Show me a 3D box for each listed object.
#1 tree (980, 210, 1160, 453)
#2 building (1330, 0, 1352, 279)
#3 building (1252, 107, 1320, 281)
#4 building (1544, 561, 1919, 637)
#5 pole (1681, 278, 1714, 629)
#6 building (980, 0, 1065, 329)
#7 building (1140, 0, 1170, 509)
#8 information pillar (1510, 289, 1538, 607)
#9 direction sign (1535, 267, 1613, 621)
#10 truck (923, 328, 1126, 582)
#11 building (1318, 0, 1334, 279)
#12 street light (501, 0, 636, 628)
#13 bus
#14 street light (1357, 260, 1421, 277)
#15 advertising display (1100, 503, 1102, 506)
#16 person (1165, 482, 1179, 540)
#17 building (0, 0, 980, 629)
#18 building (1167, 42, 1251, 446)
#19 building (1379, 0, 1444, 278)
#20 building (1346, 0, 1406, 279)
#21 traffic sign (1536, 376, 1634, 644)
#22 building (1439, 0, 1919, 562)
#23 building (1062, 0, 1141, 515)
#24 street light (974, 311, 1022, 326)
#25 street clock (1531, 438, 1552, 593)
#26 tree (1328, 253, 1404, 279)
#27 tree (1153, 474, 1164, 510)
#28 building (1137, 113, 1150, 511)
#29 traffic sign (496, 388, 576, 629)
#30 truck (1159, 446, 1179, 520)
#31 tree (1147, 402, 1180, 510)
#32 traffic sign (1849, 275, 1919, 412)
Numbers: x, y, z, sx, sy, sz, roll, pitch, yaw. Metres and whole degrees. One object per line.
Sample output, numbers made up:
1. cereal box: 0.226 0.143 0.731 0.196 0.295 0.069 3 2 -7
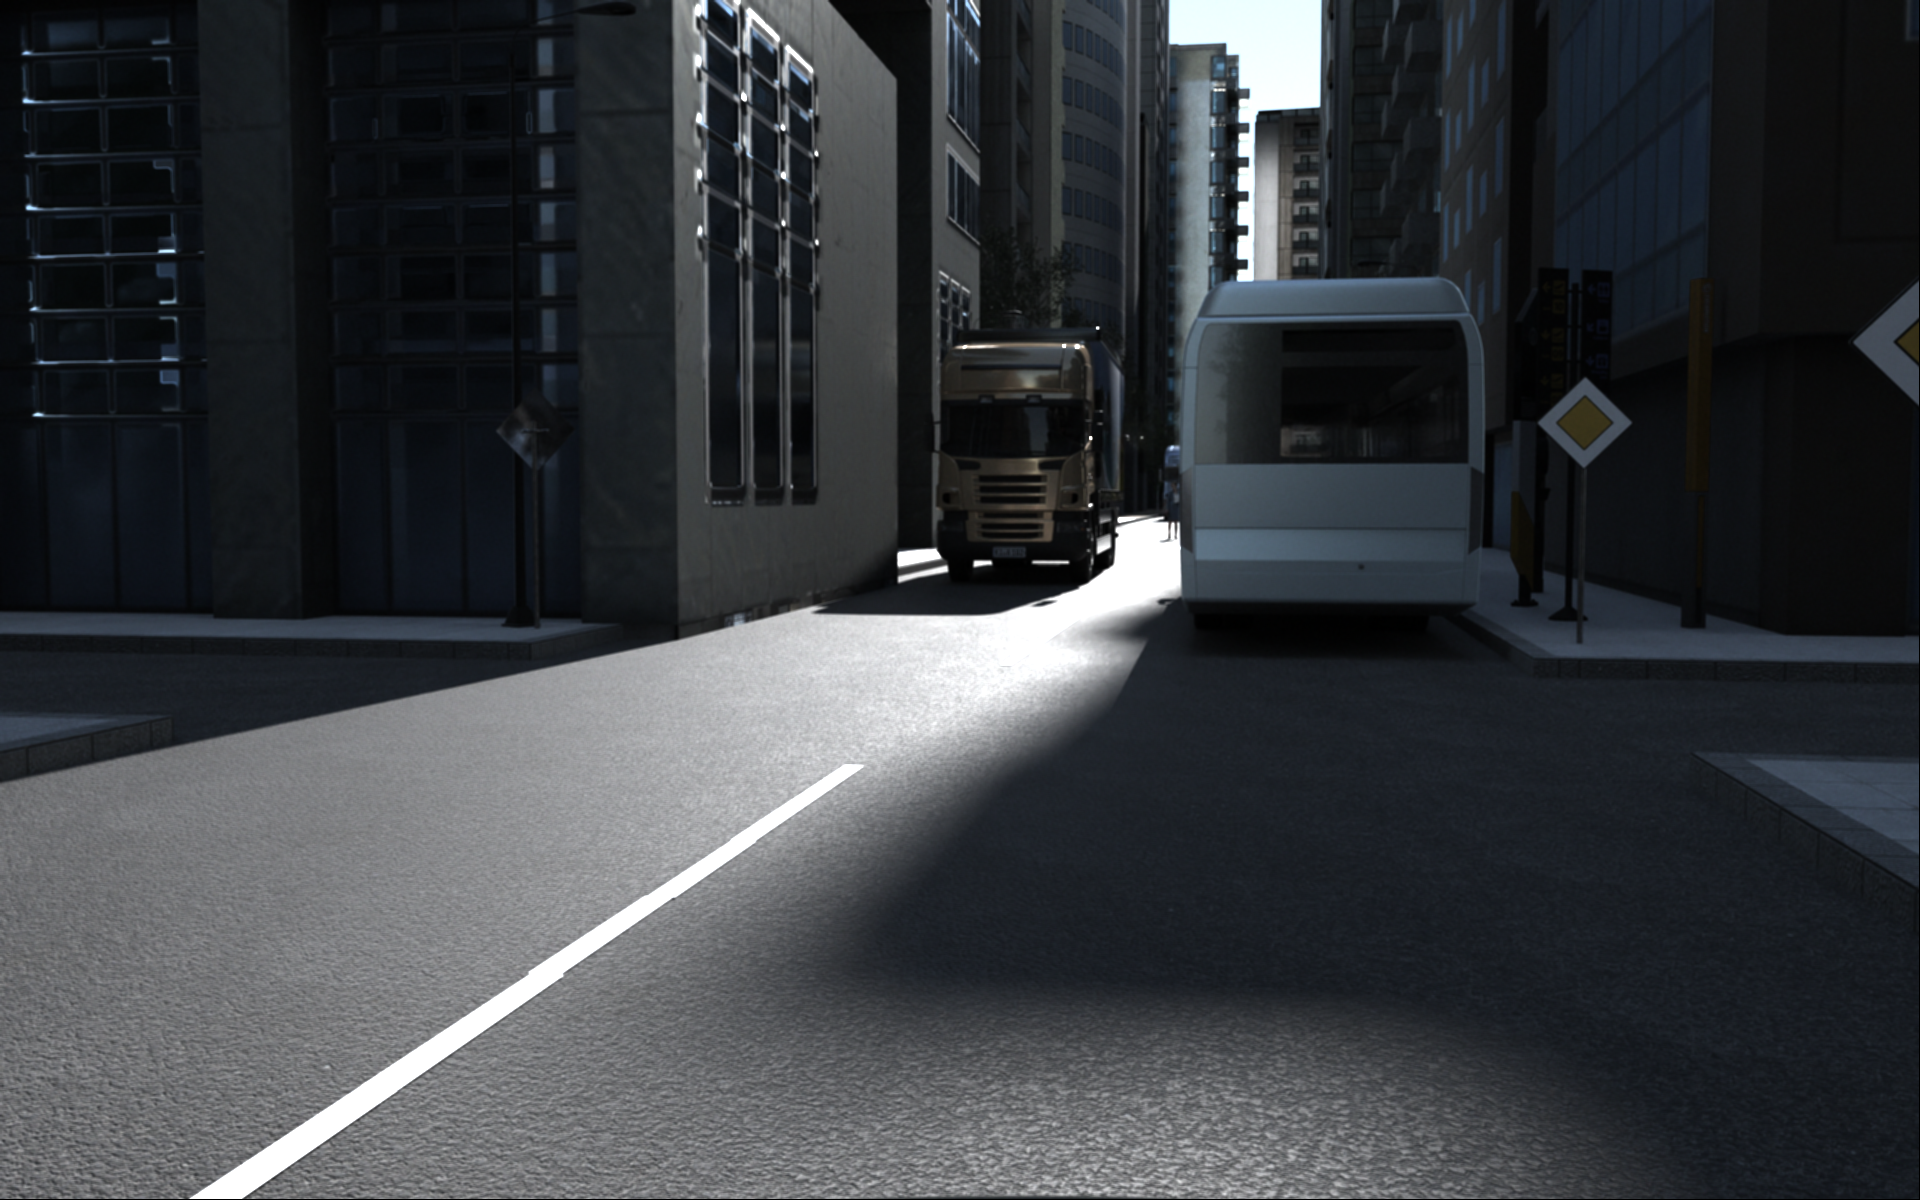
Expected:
1. tree: 1.566 -7.542 57.720 7.601 10.594 8.767 -1 4 -13
2. building: 36.214 -35.254 118.395 21.231 58.520 28.212 1 4 10
3. building: 37.006 -30.215 177.614 14.086 41.232 14.154 1 4 10
4. building: 15.215 -22.601 19.643 14.200 45.320 14.600 1 4 10
5. pole: 7.032 -1.386 16.510 0.158 3.312 0.155 0 3 0
6. building: -3.389 -23.739 71.733 14.154 41.232 14.086 1 4 10
7. building: 7.981 -43.860 155.356 20.611 71.187 20.563 1 4 10
8. information pillar: 6.422 -1.733 19.690 0.183 3.616 0.504 3 5 40
9. direction sign: 6.197 -1.562 17.540 0.876 3.537 0.379 -1 4 -19
10. truck: 1.486 -2.613 31.636 2.839 4.237 11.283 1 4 8
11. building: 44.192 -34.019 145.451 28.713 52.752 27.495 1 4 10
12. street light: -3.733 -2.691 16.546 1.470 5.913 1.316 1 4 10
13. bus: 4.184 -1.622 21.382 2.948 3.499 13.247 1 4 9
14. street light: 8.564 -3.785 34.432 1.470 5.913 1.316 1 4 10
15. advertising display: 6.283 -4.383 76.883 0.123 1.923 0.974 1 4 10
16. person: 6.764 -2.826 54.734 0.581 1.822 0.654 0 4 -1
17. building: -11.126 -43.965 31.500 22.319 86.520 31.000 1 4 10
18. building: 15.620 -34.659 186.290 30.456 49.044 23.786 1 4 10
19. building: 28.912 -27.504 69.303 23.786 49.044 30.456 1 4 10
20. building: 29.120 -19.998 98.669 14.160 30.474 14.107 1 4 10
21. traffic sign: 5.322 -0.684 14.823 0.795 2.450 0.064 1 4 10
22. building: 19.263 -23.868 40.360 14.600 45.320 14.200 1 4 10
23. building: -0.508 -34.458 105.384 21.231 58.520 28.212 1 4 10
24. street light: 0.881 -4.380 44.161 1.470 5.913 1.316 1 4 10
25. street clock: 7.494 -1.097 22.511 0.358 2.002 0.471 1 4 13
26. tree: 12.868 -6.287 53.149 4.360 8.622 3.978 0 3 0
27. tree: 16.329 -8.960 141.099 1.663 3.219 1.824 0 3 0
28. building: 6.309 -21.716 126.755 14.160 30.474 14.107 1 4 10
29. traffic sign: -4.030 -0.784 16.454 0.795 2.450 0.064 1 4 10
30. truck: 13.442 -6.897 102.517 2.967 4.110 18.799 0 4 8
31. tree: 15.549 -11.416 137.010 4.737 8.622 4.395 0 3 0
32. traffic sign: 3.962 -0.203 6.954 0.795 2.450 0.064 1 4 10
